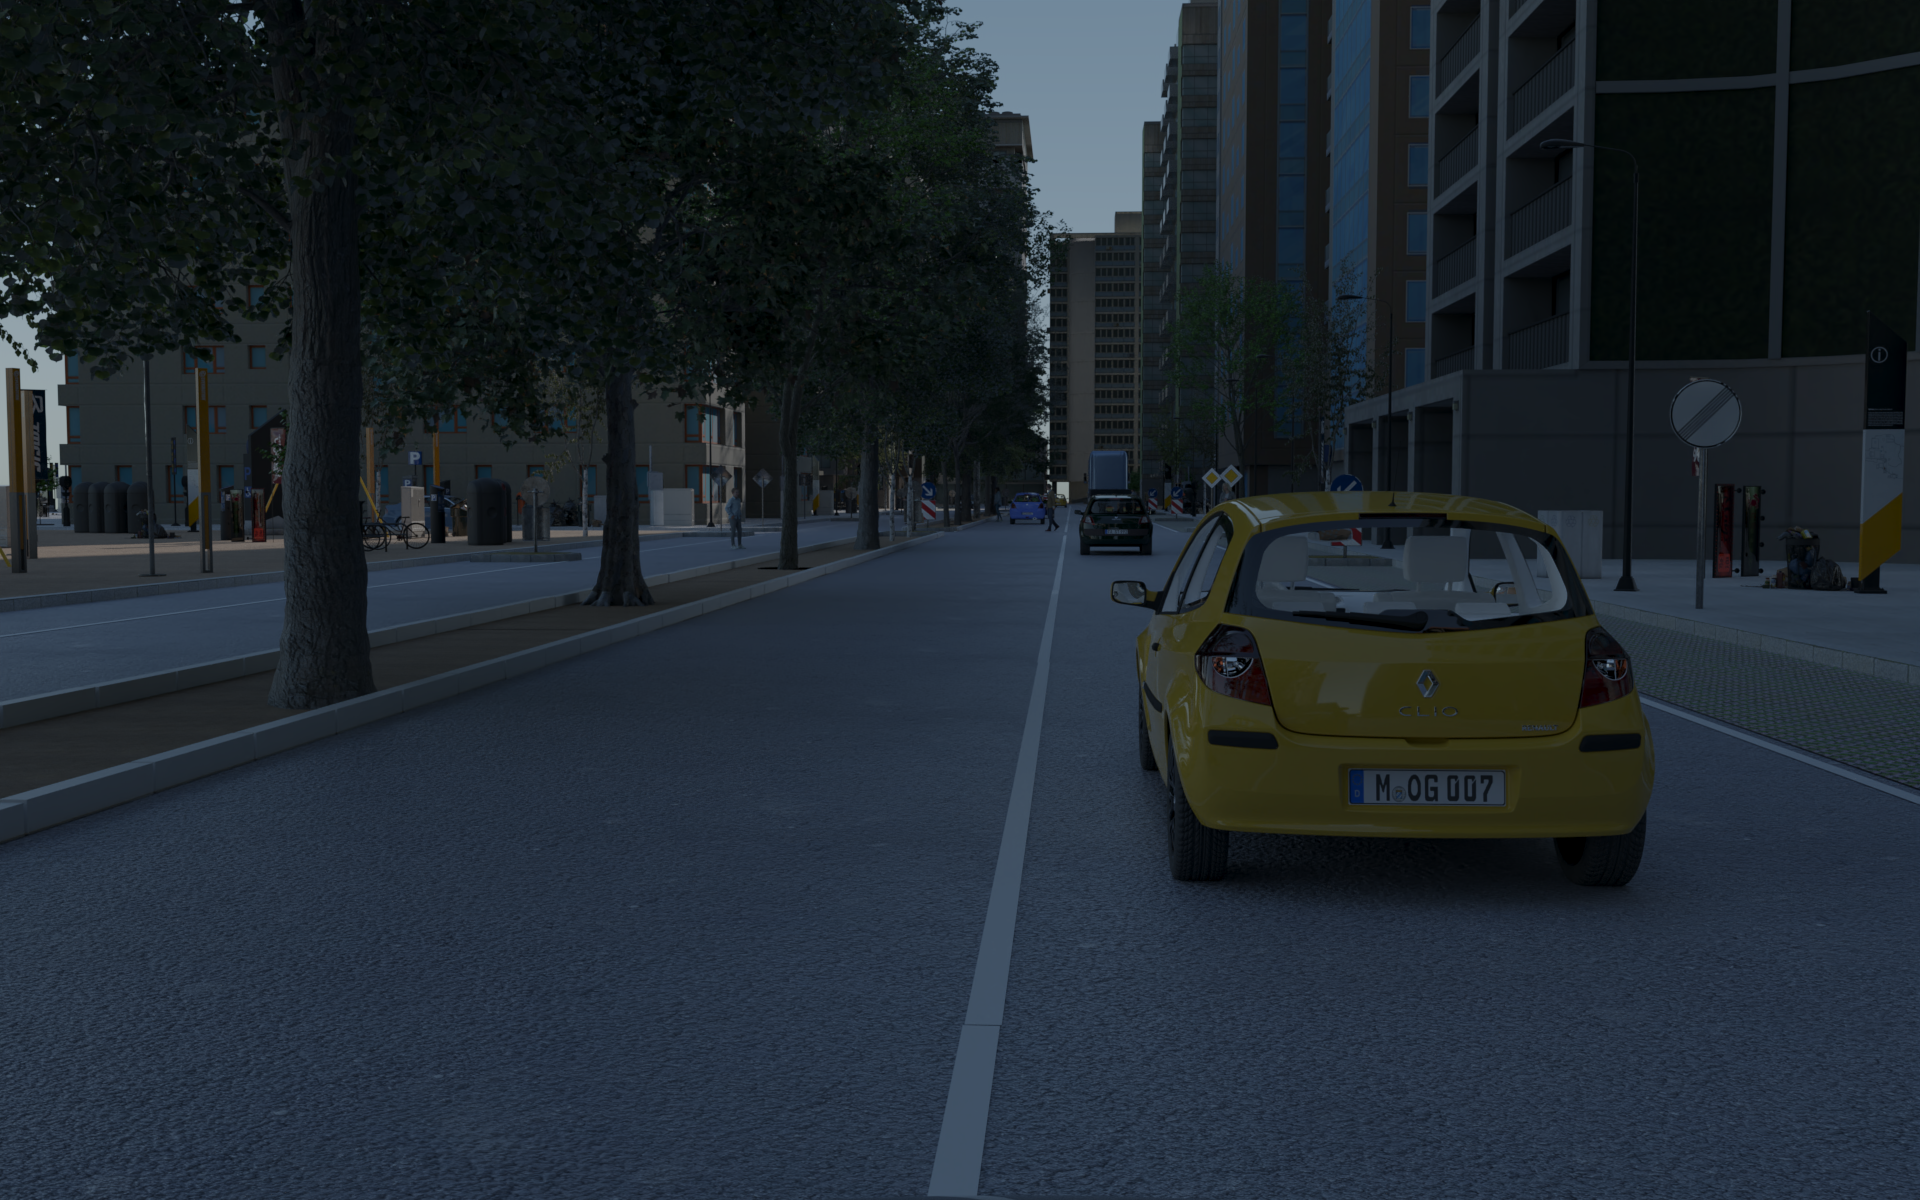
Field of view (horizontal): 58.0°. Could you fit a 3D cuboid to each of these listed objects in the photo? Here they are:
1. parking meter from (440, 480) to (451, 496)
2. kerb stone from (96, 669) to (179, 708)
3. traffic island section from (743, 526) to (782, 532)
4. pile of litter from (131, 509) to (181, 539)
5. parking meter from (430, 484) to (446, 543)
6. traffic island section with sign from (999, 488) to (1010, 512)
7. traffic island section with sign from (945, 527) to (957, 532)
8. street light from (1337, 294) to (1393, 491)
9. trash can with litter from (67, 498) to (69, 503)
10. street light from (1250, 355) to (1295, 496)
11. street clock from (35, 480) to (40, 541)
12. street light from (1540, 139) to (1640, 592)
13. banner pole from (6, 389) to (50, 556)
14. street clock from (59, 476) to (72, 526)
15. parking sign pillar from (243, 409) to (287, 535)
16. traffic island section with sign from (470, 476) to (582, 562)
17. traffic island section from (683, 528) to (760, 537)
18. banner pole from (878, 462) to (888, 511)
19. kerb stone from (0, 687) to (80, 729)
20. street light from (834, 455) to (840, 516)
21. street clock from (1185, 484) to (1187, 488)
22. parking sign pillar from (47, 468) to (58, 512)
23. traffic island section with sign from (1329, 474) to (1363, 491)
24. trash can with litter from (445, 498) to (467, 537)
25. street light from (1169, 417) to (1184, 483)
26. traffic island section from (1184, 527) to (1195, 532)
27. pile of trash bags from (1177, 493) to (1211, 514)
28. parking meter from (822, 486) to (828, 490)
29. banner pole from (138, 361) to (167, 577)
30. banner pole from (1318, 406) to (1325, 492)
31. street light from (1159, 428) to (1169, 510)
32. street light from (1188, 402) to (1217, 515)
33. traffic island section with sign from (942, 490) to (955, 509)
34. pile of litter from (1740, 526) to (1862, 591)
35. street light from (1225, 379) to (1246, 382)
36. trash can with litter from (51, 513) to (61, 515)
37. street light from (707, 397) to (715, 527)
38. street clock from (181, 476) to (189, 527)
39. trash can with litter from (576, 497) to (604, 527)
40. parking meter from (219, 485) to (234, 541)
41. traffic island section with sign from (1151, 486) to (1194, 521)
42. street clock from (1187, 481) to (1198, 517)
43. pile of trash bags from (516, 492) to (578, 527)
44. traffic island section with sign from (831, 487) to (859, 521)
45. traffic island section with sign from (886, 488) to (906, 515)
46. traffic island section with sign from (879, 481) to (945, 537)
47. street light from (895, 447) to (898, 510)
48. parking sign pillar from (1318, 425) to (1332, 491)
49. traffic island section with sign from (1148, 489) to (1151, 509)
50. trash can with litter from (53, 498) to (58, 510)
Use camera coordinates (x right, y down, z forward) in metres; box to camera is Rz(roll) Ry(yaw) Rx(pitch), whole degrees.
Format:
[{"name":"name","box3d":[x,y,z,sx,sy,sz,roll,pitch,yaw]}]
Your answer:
[{"name":"parking meter","box3d":[-21.157,-4.005,71.196,0.255,1.863,0.399,2,4,30]},{"name":"kerb stone","box3d":[-5.761,0.621,12.040,0.120,0.150,1.000,0,4,4]},{"name":"traffic island section","box3d":[-7.655,-2.740,67.086,2.009,0.180,2.903,0,4,4]},{"name":"pile of litter","box3d":[-23.329,-2.210,50.095,1.719,0.858,1.176,2,4,30]},{"name":"parking meter","box3d":[-13.611,-2.246,45.139,0.372,1.533,0.369,0,3,0]},{"name":"traffic island section with sign","box3d":[3.677,-8.145,141.304,2.006,1.907,1.989,0,4,4]},{"name":"traffic island section with sign","box3d":[-1.178,-3.559,66.322,2.006,1.907,1.989,0,4,4]},{"name":"street light","box3d":[9.476,-4.151,40.413,1.470,5.913,1.316,0,4,4]},{"name":"trash can with litter","box3d":[-48.811,-5.135,95.351,0.624,1.170,1.055,-1,4,-13]},{"name":"street light","box3d":[10.557,-5.213,57.775,1.470,5.913,1.316,0,4,4]},{"name":"street clock","box3d":[-25.033,-2.577,46.696,0.471,2.002,0.358,0,4,-6]},{"name":"street light","box3d":[8.293,-3.075,22.812,1.470,5.913,1.316,0,4,4]},{"name":"banner pole","box3d":[-19.579,-2.832,36.324,0.863,3.779,0.401,-2,4,-31]},{"name":"street clock","box3d":[-35.388,-3.914,68.569,0.358,2.002,0.471,1,4,11]},{"name":"parking sign pillar","box3d":[-21.748,-4.024,54.257,1.447,3.967,1.447,2,4,33]},{"name":"traffic island section with sign","box3d":[-9.262,-1.753,37.291,1.989,1.847,2.006,0,4,4]},{"name":"traffic island section","box3d":[-8.172,-2.253,59.117,2.009,0.180,2.903,0,4,4]},{"name":"banner pole","box3d":[-6.018,-8.811,134.071,0.863,3.779,0.401,0,4,1]},{"name":"kerb stone","box3d":[-5.840,0.683,11.021,0.120,0.150,1.000,0,4,4]},{"name":"street light","box3d":[-6.758,-7.938,102.322,1.470,5.913,1.316,0,4,4]},{"name":"street clock","box3d":[16.030,-7.168,121.773,0.358,2.002,0.471,3,5,44]},{"name":"parking sign pillar","box3d":[-66.190,-8.372,125.347,1.447,3.967,1.447,0,4,0]},{"name":"traffic island section with sign","box3d":[7.604,-1.621,35.128,1.989,1.847,2.006,0,4,4]},{"name":"trash can with litter","box3d":[-15.362,-2.505,52.346,1.055,1.170,0.624,0,4,-4]},{"name":"street light","box3d":[13.541,-8.075,104.573,1.470,5.913,1.316,0,4,4]},{"name":"traffic island section","box3d":[9.600,-2.672,65.965,2.009,0.180,2.903,0,4,4]},{"name":"pile of trash bags","box3d":[15.026,-6.282,112.470,1.912,1.369,3.447,-1,4,-22]},{"name":"parking meter","box3d":[-9.257,-6.897,118.478,0.399,1.863,0.255,-3,4,-37]},{"name":"banner pole","box3d":[-12.729,-2.271,27.153,0.401,3.779,0.863,-2,4,-29]},{"name":"banner pole","box3d":[10.268,-3.623,49.247,0.401,3.779,0.863,0,4,1]},{"name":"street light","box3d":[14.665,-9.137,121.932,1.470,5.913,1.316,0,4,4]},{"name":"street light","box3d":[12.364,-7.014,87.217,1.470,5.913,1.316,0,4,4]},{"name":"traffic island section with sign","box3d":[-0.717,-9.802,168.895,1.989,1.847,2.006,0,4,4]},{"name":"pile of litter","box3d":[11.515,-0.584,23.506,1.176,0.858,1.719,-1,4,-22]},{"name":"street light","box3d":[11.380,-5.952,69.849,1.470,5.913,1.316,0,4,4]},{"name":"trash can with litter","box3d":[-54.654,-5.789,105.704,2.233,1.210,1.678,0,4,-7]},{"name":"street light","box3d":[-9.111,-5.773,66.936,1.470,5.913,1.316,0,4,4]},{"name":"street clock","box3d":[-30.490,-3.903,68.377,0.358,2.002,0.471,0,4,6]},{"name":"trash can with litter","box3d":[-14.359,-3.419,67.284,1.055,1.170,0.624,1,4,9]},{"name":"parking meter","box3d":[-20.290,-2.419,47.963,0.372,1.533,0.369,0,3,0]},{"name":"traffic island section with sign","box3d":[11.240,-5.038,90.992,1.989,1.847,2.006,0,4,4]},{"name":"street clock","box3d":[13.277,-5.722,98.122,0.358,2.002,0.471,2,4,26]},{"name":"pile of trash bags","box3d":[-16.745,-3.658,69.566,3.447,1.369,1.912,3,5,41]},{"name":"traffic island section with sign","box3d":[-5.739,-5.076,91.617,1.989,1.847,2.006,0,4,4]},{"name":"traffic island section with sign","box3d":[-3.981,-6.729,118.654,1.989,1.847,2.006,0,4,4]},{"name":"traffic island section with sign","box3d":[-1.668,-3.107,58.931,2.006,1.907,1.989,0,4,4]},{"name":"street light","box3d":[-4.486,-10.072,137.223,1.470,5.913,1.316,0,4,4]},{"name":"parking sign pillar","box3d":[14.437,-4.899,68.567,1.447,3.967,1.447,1,4,17]},{"name":"traffic island section with sign","box3d":[12.980,-6.683,117.891,1.989,1.847,2.006,0,4,4]},{"name":"trash can with litter","box3d":[-67.458,-7.199,129.083,1.055,1.170,0.624,-3,4,-37]}]
